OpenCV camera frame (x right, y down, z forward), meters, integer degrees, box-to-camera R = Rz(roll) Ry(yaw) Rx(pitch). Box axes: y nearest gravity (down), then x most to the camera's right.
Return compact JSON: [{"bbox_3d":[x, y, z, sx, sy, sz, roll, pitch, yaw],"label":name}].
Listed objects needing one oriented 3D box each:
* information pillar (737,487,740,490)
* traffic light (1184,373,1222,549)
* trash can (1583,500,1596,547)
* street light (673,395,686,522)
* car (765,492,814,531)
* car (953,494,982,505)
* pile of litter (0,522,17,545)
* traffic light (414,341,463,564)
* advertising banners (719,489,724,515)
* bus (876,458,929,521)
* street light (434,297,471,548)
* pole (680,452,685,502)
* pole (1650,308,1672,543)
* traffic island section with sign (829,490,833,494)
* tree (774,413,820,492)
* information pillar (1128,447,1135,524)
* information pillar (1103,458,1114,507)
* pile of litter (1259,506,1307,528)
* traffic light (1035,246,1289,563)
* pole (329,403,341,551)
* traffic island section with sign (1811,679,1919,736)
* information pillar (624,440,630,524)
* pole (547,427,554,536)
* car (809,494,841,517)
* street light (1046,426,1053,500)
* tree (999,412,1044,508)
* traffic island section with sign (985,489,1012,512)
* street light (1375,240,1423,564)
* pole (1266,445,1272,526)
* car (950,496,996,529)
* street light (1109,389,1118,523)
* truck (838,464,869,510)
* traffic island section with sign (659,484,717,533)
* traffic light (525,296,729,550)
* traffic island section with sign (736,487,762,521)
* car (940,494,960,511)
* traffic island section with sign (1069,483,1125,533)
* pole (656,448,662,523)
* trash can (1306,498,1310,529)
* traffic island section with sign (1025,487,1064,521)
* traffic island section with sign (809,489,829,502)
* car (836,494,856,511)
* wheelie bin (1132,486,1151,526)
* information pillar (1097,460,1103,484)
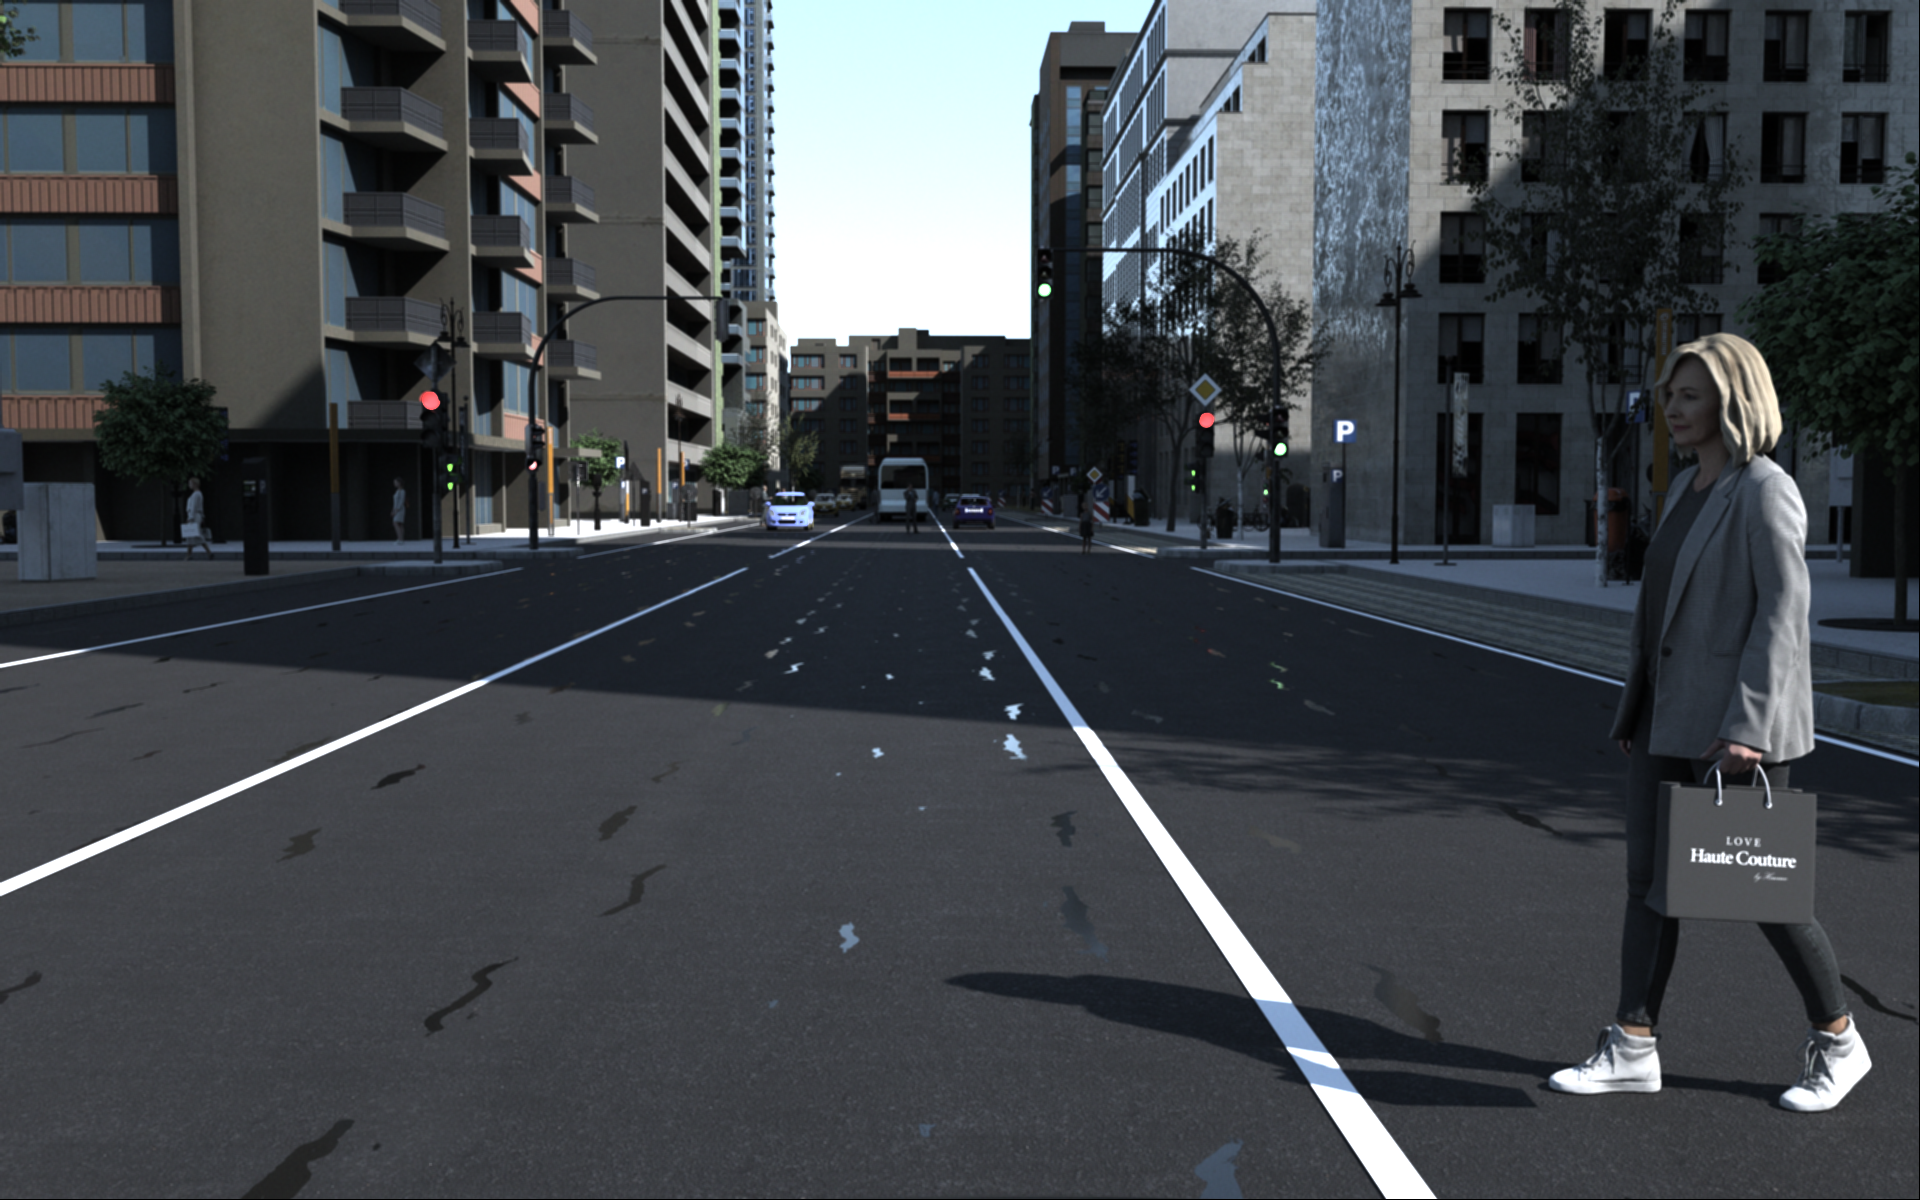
[{"bbox_3d":[-13.693,-6.238,106.488,0.304,2.012,0.304,0,4,1],"label":"information pillar"},{"bbox_3d":[5.653,-3.137,40.207,0.839,4.253,0.868,0,4,-1],"label":"traffic light"},{"bbox_3d":[15.517,-1.860,42.057,0.748,1.137,0.748,0,3,0],"label":"trash can"},{"bbox_3d":[-12.844,-6.517,79.337,0.468,5.910,1.993,0,4,-1],"label":"street light"},{"bbox_3d":[-6.728,-3.608,68.586,1.945,1.707,3.694,0,4,-2],"label":"car"},{"bbox_3d":[0.606,-5.513,99.920,2.009,1.686,4.222,0,4,0],"label":"car"},{"bbox_3d":[-24.558,-1.871,44.564,1.719,0.858,1.176,-3,4,-38],"label":"pile of litter"},{"bbox_3d":[-9.612,-2.625,31.839,0.839,4.253,0.868,0,4,-1],"label":"traffic light"},{"bbox_3d":[-14.741,-6.729,106.214,0.090,3.025,2.074,-2,4,-24],"label":"advertising banners"},{"bbox_3d":[-3.170,-6.111,94.770,2.948,3.499,13.247,0,4,-3],"label":"bus"},{"bbox_3d":[-11.924,-4.162,40.830,0.468,5.910,1.993,0,4,-1],"label":"street light"},{"bbox_3d":[-13.465,-5.513,83.984,0.158,3.312,0.155,0,3,0],"label":"pole"},{"bbox_3d":[7.746,-1.548,19.146,0.158,3.312,0.155,0,3,0],"label":"pole"},{"bbox_3d":[-12.605,-9.787,168.640,1.989,1.847,2.006,0,4,-1],"label":"traffic island section with sign"},{"bbox_3d":[-14.632,-12.453,153.964,4.737,8.622,4.395,0,3,0],"label":"tree"},{"bbox_3d":[7.456,-5.151,75.566,0.504,3.616,0.183,3,5,44],"label":"information pillar"},{"bbox_3d":[8.719,-6.681,100.582,0.504,3.616,0.183,0,4,0],"label":"information pillar"},{"bbox_3d":[12.254,-3.168,65.757,1.719,0.858,1.176,2,4,29],"label":"pile of litter"},{"bbox_3d":[3.755,-3.509,32.033,4.771,5.953,1.251,0,4,-1],"label":"traffic light"},{"bbox_3d":[-14.059,-2.758,38.943,0.158,3.312,0.155,0,3,0],"label":"pole"},{"bbox_3d":[6.405,-0.139,10.900,1.989,1.847,2.006,0,4,-1],"label":"traffic island section with sign"},{"bbox_3d":[-14.407,-5.106,74.830,0.183,3.616,0.504,-1,4,-21],"label":"information pillar"},{"bbox_3d":[-12.442,-3.594,52.605,0.158,3.312,0.155,0,3,0],"label":"pole"},{"bbox_3d":[-8.553,-6.089,109.771,2.015,1.641,3.980,0,4,-3],"label":"car"},{"bbox_3d":[5.947,-8.671,114.561,0.468,5.910,1.993,0,4,-1],"label":"street light"},{"bbox_3d":[5.344,-12.543,155.440,4.360,8.622,3.978,0,3,0],"label":"tree"},{"bbox_3d":[3.265,-8.160,142.047,1.989,1.847,2.006,0,4,-1],"label":"traffic island section with sign"},{"bbox_3d":[8.011,-3.607,31.763,0.468,5.910,1.993,0,4,-1],"label":"street light"},{"bbox_3d":[12.234,-4.573,68.610,0.158,3.312,0.155,0,3,0],"label":"pole"},{"bbox_3d":[0.557,-3.635,72.020,1.945,1.354,3.894,0,4,0],"label":"car"},{"bbox_3d":[6.863,-6.351,76.623,0.468,5.910,1.993,0,4,-1],"label":"street light"},{"bbox_3d":[-9.882,-10.537,161.192,2.839,4.237,11.283,0,4,-3],"label":"truck"},{"bbox_3d":[-10.103,-3.421,64.559,1.989,1.847,2.006,0,4,-1],"label":"traffic island section with sign"},{"bbox_3d":[-7.715,-3.990,39.906,4.771,5.953,1.251,0,4,-1],"label":"traffic light"},{"bbox_3d":[-10.752,-5.069,91.507,1.989,1.847,2.006,0,4,-1],"label":"traffic island section with sign"},{"bbox_3d":[-0.579,-8.132,144.763,2.131,1.459,4.920,0,4,-1],"label":"car"},{"bbox_3d":[5.103,-3.443,64.913,1.989,1.847,2.006,0,4,-1],"label":"traffic island section with sign"},{"bbox_3d":[-13.421,-5.094,77.129,0.158,3.312,0.155,0,3,0],"label":"pole"},{"bbox_3d":[12.877,-3.123,62.710,0.748,1.137,0.748,0,3,0],"label":"trash can"},{"bbox_3d":[4.456,-5.107,92.128,1.989,1.847,2.006,0,4,-1],"label":"traffic island section with sign"},{"bbox_3d":[-11.961,-8.139,141.693,1.989,1.847,2.006,0,4,-1],"label":"traffic island section with sign"},{"bbox_3d":[-9.641,-8.212,144.494,2.015,1.641,3.980,0,4,-1],"label":"car"},{"bbox_3d":[7.222,-3.733,68.937,0.693,1.594,0.980,1,4,15],"label":"wheelie bin"},{"bbox_3d":[9.012,-7.285,110.471,0.504,3.616,0.183,1,4,13],"label":"information pillar"}]
